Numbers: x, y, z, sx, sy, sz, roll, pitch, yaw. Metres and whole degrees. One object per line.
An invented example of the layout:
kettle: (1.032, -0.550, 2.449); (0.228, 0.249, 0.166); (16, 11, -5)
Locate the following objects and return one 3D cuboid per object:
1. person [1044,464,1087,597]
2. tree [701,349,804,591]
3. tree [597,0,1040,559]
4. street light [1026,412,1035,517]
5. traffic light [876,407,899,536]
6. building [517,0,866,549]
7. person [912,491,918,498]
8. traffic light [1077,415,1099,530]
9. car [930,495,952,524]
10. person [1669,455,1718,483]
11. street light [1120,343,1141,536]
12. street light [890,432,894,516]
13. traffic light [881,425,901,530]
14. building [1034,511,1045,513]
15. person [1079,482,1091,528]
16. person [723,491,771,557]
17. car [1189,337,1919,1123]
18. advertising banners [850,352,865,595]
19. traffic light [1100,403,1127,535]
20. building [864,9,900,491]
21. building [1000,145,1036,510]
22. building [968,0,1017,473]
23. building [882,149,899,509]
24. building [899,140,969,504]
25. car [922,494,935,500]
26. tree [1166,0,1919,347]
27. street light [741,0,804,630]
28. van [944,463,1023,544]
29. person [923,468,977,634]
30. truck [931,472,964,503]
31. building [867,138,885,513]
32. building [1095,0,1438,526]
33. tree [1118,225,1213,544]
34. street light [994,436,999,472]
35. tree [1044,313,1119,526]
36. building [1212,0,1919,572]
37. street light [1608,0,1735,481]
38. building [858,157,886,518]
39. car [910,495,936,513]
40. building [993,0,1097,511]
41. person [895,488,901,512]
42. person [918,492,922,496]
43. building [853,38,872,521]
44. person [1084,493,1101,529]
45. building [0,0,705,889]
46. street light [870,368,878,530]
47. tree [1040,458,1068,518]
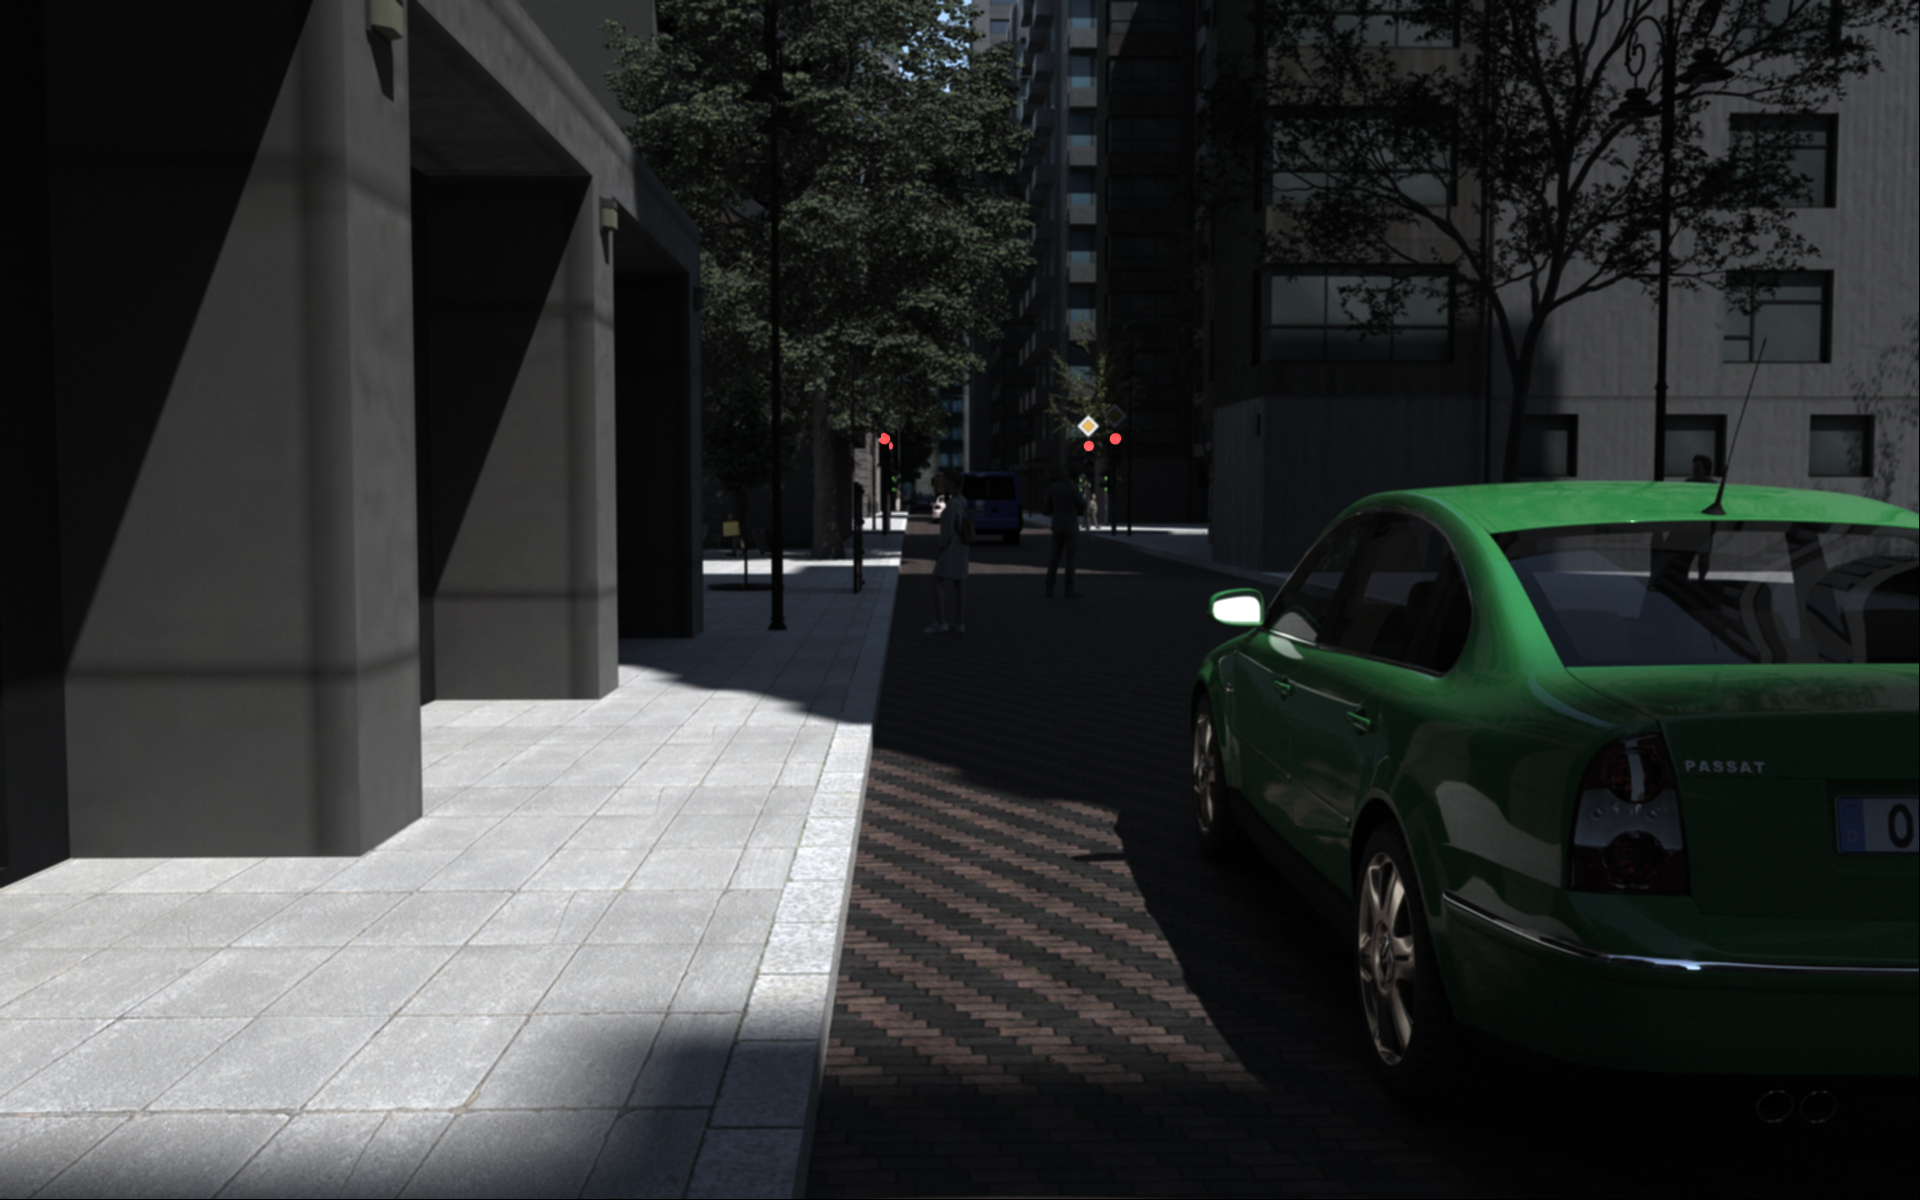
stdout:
person: (1.476, -0.969, 24.157); (0.655, 1.846, 0.447); (2, 4, 32)
tree: (-2.822, -1.752, 23.239); (1.663, 3.219, 1.824); (0, 3, 0)
tree: (-2.599, -7.785, 33.940); (9.857, 13.997, 8.962); (0, 3, 0)
street light: (3.960, -7.626, 97.475); (0.468, 5.910, 1.993); (0, 4, -2)
traffic light: (-2.304, -3.942, 53.374); (0.839, 4.253, 0.868); (0, 4, -2)
building: (-9.849, -24.200, 45.784); (14.200, 45.320, 14.600); (0, 4, -2)
person: (-5.245, -11.729, 200.130); (0.599, 1.838, 0.709); (-3, 5, -45)
traffic light: (4.529, -4.443, 61.570); (0.839, 4.253, 0.868); (0, 4, -2)
car: (-0.412, -4.417, 84.584); (2.083, 1.381, 4.827); (0, 4, 0)
person: (9.298, -0.961, 22.117); (0.532, 1.782, 0.716); (-3, 5, -41)
street light: (5.222, -4.920, 53.237); (0.468, 5.910, 1.993); (0, 4, -2)
street light: (-4.022, -7.747, 99.449); (0.468, 5.910, 1.993); (0, 4, -2)
traffic light: (-2.529, -4.430, 61.356); (0.839, 4.253, 0.868); (0, 4, -2)
building: (15.665, -30.469, 117.778); (23.786, 49.044, 30.456); (0, 4, -2)
person: (4.653, -3.584, 64.827); (0.526, 1.800, 0.537); (1, 4, 22)
person: (-4.381, -1.813, 35.897); (0.699, 1.804, 1.509); (3, 5, 41)
car: (1.856, 0.205, 5.445); (1.959, 1.807, 4.718); (0, 4, -1)
advertising banners: (-1.344, -1.608, 22.474); (0.090, 3.025, 2.074); (0, 4, 1)
traffic light: (4.754, -3.955, 53.588); (0.839, 4.253, 0.868); (0, 4, -2)
building: (-16.319, -38.004, 163.372); (21.231, 58.520, 28.212); (0, 4, -2)
building: (10.294, -22.928, 146.577); (14.160, 30.474, 14.107); (0, 4, -2)
building: (11.531, -40.128, 198.083); (21.231, 58.520, 28.212); (0, 4, -2)
building: (-12.161, -22.723, 143.216); (14.160, 30.474, 14.107); (0, 4, -2)
building: (-7.970, -37.401, 231.122); (30.456, 49.044, 23.786); (0, 4, -2)
car: (-4.032, -12.394, 212.228); (1.945, 1.707, 3.694); (0, 4, 0)
tree: (6.567, -5.269, 20.554); (8.767, 10.594, 7.601); (1, 4, 12)
street light: (-1.727, -2.656, 16.221); (0.468, 5.910, 1.993); (0, 4, -2)
van: (0.706, -2.850, 50.974); (2.240, 2.365, 5.245); (0, 4, -2)
person: (-0.074, -0.516, 17.942); (0.522, 1.701, 0.512); (1, 4, 15)
truck: (-0.898, -9.665, 153.938); (3.469, 3.379, 9.791); (0, 4, 0)
building: (-11.944, -20.707, 124.460); (13.634, 28.700, 20.117); (0, 4, -2)
building: (13.228, -18.978, 81.999); (14.160, 30.474, 14.107); (0, 4, -2)
tree: (6.717, -5.760, 44.542); (4.737, 8.622, 4.395); (0, 3, 0)
street light: (2.840, -9.988, 136.098); (0.468, 5.910, 1.993); (0, 4, -2)
tree: (5.699, -7.282, 69.426); (4.737, 8.622, 4.395); (0, 3, 0)
building: (11.775, -16.072, 34.475); (14.160, 30.474, 14.107); (0, 4, -2)
street light: (6.291, -2.612, 15.491); (0.468, 5.910, 1.993); (0, 4, -2)
building: (-11.073, -15.940, 102.423); (13.314, 21.916, 24.055); (0, 4, -2)
car: (-2.781, -7.145, 129.403); (1.945, 1.354, 3.894); (0, 4, -2)
building: (14.482, -33.612, 169.164); (23.786, 49.044, 30.456); (0, 4, -2)
person: (-4.375, -7.042, 121.735); (0.362, 1.759, 0.519); (2, 4, 27)
person: (-4.792, -12.151, 207.830); (0.621, 1.740, 0.551); (2, 4, 32)
building: (-12.125, -14.805, 75.344); (16.112, 22.955, 30.059); (0, 4, -2)
person: (4.891, -3.265, 63.692); (0.640, 1.303, 0.475); (0, 4, 6)
building: (-12.472, -34.923, 9.239); (20.563, 71.187, 20.611); (0, 4, -2)
street light: (-3.070, -5.438, 61.700); (0.468, 5.910, 1.993); (0, 4, -2)
tree: (5.072, -5.997, 92.646); (1.663, 3.219, 1.824); (0, 3, 0)
